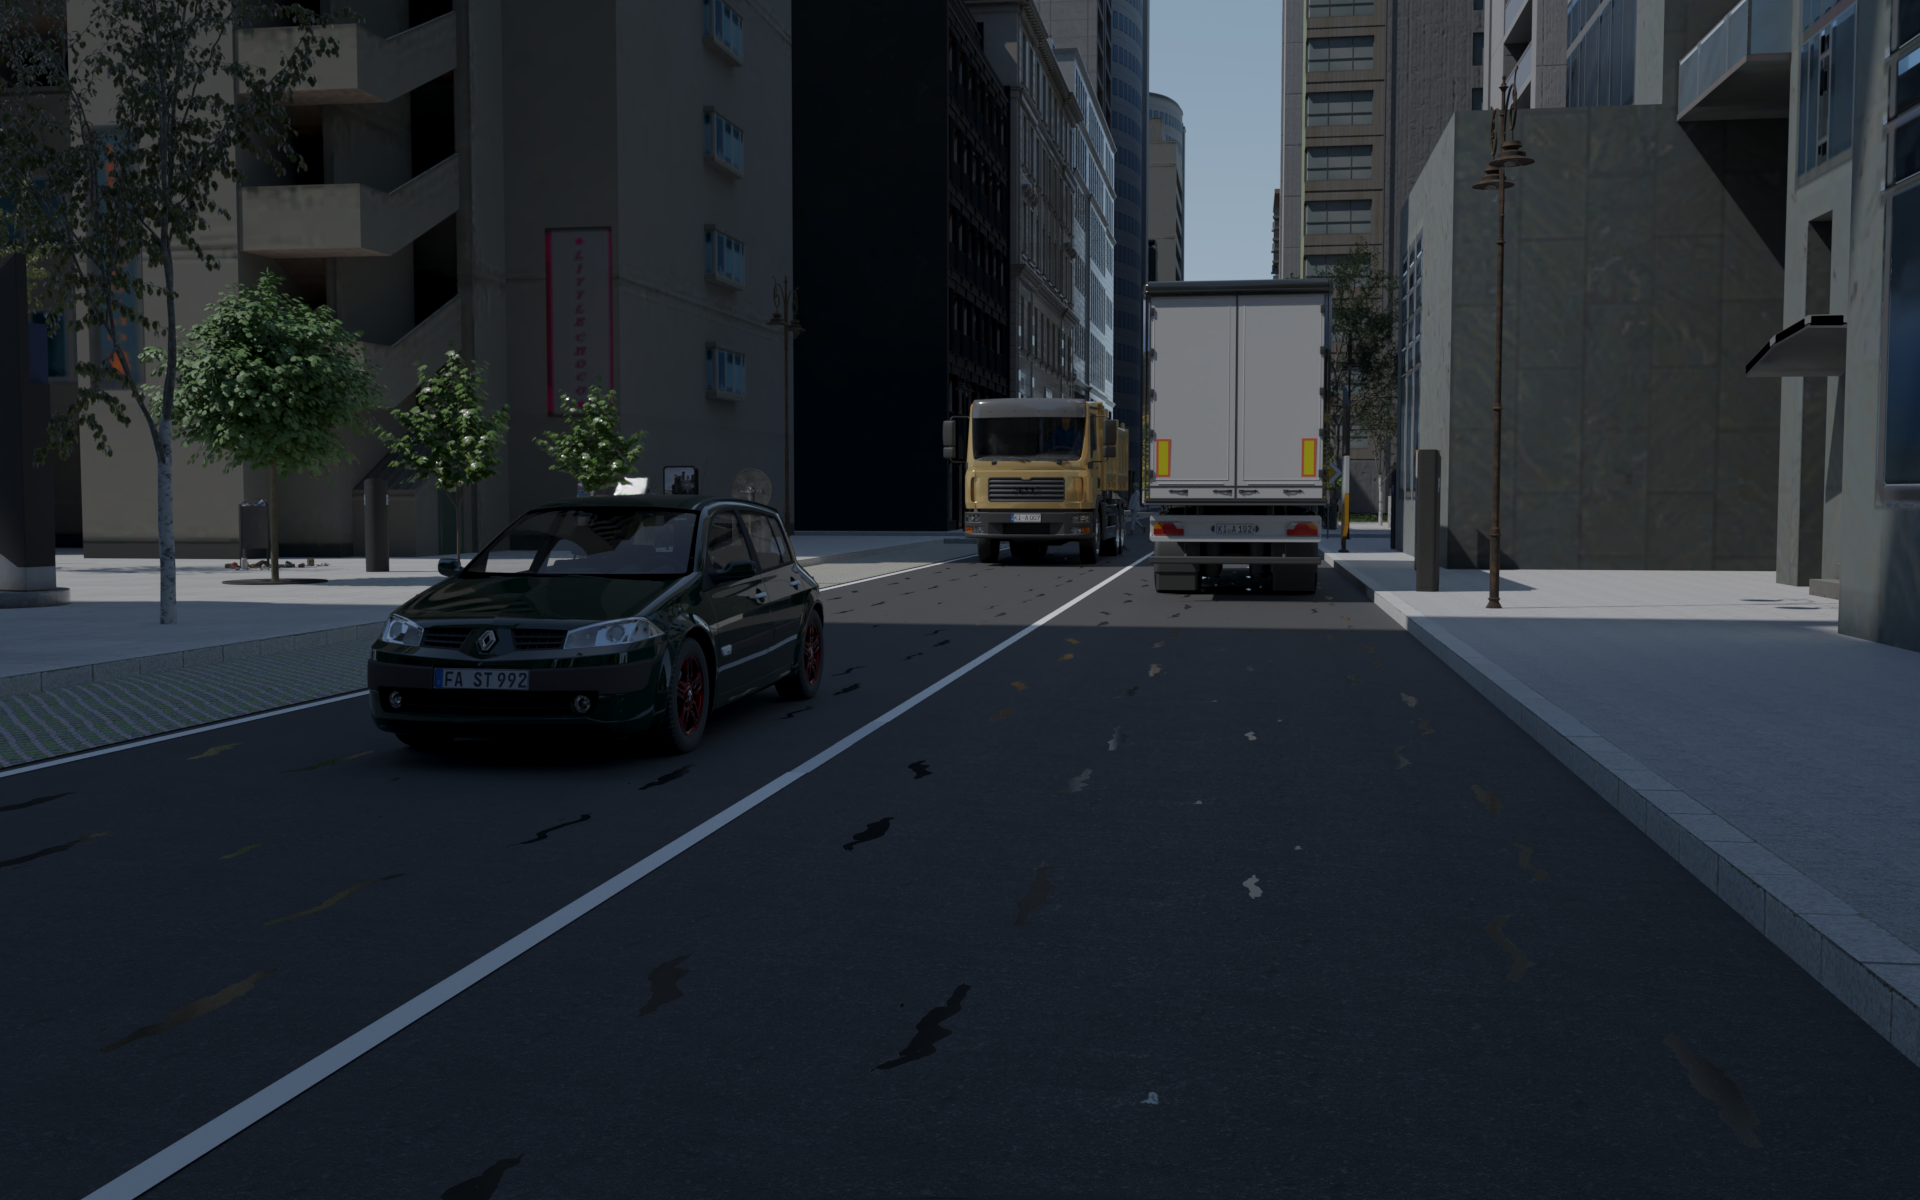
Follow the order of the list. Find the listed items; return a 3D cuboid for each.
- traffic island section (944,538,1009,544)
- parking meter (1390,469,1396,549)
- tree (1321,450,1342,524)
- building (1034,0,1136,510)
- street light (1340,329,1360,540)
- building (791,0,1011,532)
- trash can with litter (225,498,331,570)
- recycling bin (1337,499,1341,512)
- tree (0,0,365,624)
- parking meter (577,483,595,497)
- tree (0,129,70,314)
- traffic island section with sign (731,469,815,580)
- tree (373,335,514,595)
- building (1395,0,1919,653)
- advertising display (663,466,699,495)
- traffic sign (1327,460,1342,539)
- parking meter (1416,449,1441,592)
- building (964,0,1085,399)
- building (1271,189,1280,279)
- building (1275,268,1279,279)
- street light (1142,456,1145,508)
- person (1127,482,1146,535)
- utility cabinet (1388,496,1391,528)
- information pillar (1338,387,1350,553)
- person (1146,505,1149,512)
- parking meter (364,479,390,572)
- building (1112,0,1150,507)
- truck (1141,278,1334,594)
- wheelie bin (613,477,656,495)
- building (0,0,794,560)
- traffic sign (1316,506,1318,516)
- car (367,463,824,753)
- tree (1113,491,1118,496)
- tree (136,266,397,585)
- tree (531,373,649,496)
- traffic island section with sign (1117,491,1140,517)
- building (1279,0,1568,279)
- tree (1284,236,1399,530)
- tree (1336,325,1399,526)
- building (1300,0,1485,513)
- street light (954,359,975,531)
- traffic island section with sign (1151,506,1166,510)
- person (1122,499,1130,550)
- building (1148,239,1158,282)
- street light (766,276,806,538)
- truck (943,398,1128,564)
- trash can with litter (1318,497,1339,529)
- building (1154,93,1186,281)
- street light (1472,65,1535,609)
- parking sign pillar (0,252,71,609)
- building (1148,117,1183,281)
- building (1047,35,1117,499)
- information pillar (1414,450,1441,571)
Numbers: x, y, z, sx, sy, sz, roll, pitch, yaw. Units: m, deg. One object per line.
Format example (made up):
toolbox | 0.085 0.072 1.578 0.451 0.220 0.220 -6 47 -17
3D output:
traffic island section | 0.735 -1.754 50.956 2.009 0.180 2.903 1 4 9
parking meter | 10.192 -2.116 40.314 0.255 1.863 0.399 0 4 0
tree | 15.845 -4.870 74.232 1.663 3.219 1.824 0 3 0
building | 4.222 -43.141 143.612 20.563 71.187 20.611 1 4 9
street light | 10.954 -4.648 48.781 0.468 5.910 1.993 1 4 9
building | -5.203 -14.528 67.217 12.332 23.373 15.834 1 4 9
trash can with litter | -11.900 -1.173 30.231 1.678 1.210 2.233 3 4 38
recycling bin | 17.755 -4.188 81.034 0.722 1.027 0.722 0 4 8
tree | -8.069 -4.066 16.849 4.360 8.622 3.978 0 3 0
parking meter | -7.081 -1.501 32.947 0.372 1.533 0.369 0 3 0
tree | -17.238 -4.771 28.373 4.737 8.622 4.395 0 3 0
traffic island section with sign | -3.311 -1.099 26.589 1.989 1.847 2.006 1 4 9
tree | -6.305 -1.629 21.228 1.663 3.219 1.824 0 3 0
building | 18.502 -43.272 20.177 22.319 86.520 31.000 1 4 9
advertising display | -6.374 -2.102 39.576 0.974 1.923 0.123 2 4 33
traffic sign | 10.468 -2.790 49.265 0.795 2.450 0.064 1 4 9
parking meter | 6.179 -1.047 22.831 0.255 1.863 0.399 1 4 23
building | -1.105 -17.730 87.148 12.463 27.353 25.104 1 4 9
building | 54.551 -35.894 241.483 22.147 44.769 28.867 1 4 9
building | 47.068 -27.471 220.844 14.160 30.474 14.107 1 4 9
street light | 17.531 -11.758 165.033 0.468 5.910 1.993 1 4 9
person | 6.238 -3.222 61.065 0.818 1.842 0.514 -1 4 -17
utility cabinet | 16.962 -3.391 66.610 1.020 1.237 0.306 -1 4 -22
information pillar | 8.402 -2.838 37.761 0.183 3.616 0.504 0 4 3
person | 14.650 -7.754 136.066 0.721 1.735 1.217 0 4 5
parking meter | -9.618 -1.232 28.561 0.372 1.533 0.369 0 3 0
building | 6.971 -38.302 168.242 21.231 58.520 28.212 1 4 9
truck | 4.528 -2.404 28.226 2.839 4.237 11.283 1 4 9
wheelie bin | -6.117 -1.505 32.508 0.980 1.594 0.693 1 4 17
building | -17.238 -25.672 43.442 21.600 48.544 21.300 1 4 9
traffic sign | 11.775 -3.272 57.143 0.795 2.450 0.064 1 4 9
car | -2.096 -0.069 10.915 2.009 1.686 4.222 1 4 10
tree | 11.621 -8.305 130.395 1.663 3.219 1.824 0 3 0
tree | -9.833 -2.521 24.925 4.285 4.588 4.351 0 3 0
tree | -5.707 -2.024 27.690 1.663 3.219 1.824 0 3 0
traffic island section with sign | 10.187 -6.073 107.929 1.989 1.847 2.006 1 4 9
building | 31.945 -35.029 114.719 21.231 58.520 28.212 1 4 9
tree | 13.748 -7.809 62.084 7.601 10.594 8.767 0 4 -6
tree | 17.025 -7.296 69.656 4.360 8.622 3.978 0 3 0
building | 24.303 -24.674 87.019 14.154 41.232 14.086 1 4 9
street light | 0.160 -5.289 59.258 0.468 5.910 1.993 1 4 9
traffic island section with sign | 18.321 -9.072 156.958 1.989 1.847 2.006 1 4 9
person | 4.157 -1.918 44.134 0.394 1.301 0.425 -1 4 -17
building | 14.233 -25.578 189.908 14.160 30.474 14.107 1 4 9
street light | -3.685 -3.916 36.808 0.468 5.910 1.993 1 4 9
truck | 2.012 -2.568 37.903 3.469 3.379 9.791 1 4 10
trash can with litter | 13.473 -3.179 63.370 0.624 1.170 1.055 0 4 -7
building | 21.536 -43.434 252.143 21.231 58.520 28.212 1 4 9
street light | 5.999 -2.843 19.279 0.468 5.910 1.993 1 4 9
parking sign pillar | -11.059 -1.918 19.837 1.447 3.967 1.447 1 4 21
building | 18.000 -36.950 227.834 21.300 48.544 21.600 1 4 9
building | 3.581 -20.586 114.076 11.434 29.767 29.804 1 4 9
information pillar | 7.827 -1.500 29.013 0.304 2.012 0.304 3 5 41
